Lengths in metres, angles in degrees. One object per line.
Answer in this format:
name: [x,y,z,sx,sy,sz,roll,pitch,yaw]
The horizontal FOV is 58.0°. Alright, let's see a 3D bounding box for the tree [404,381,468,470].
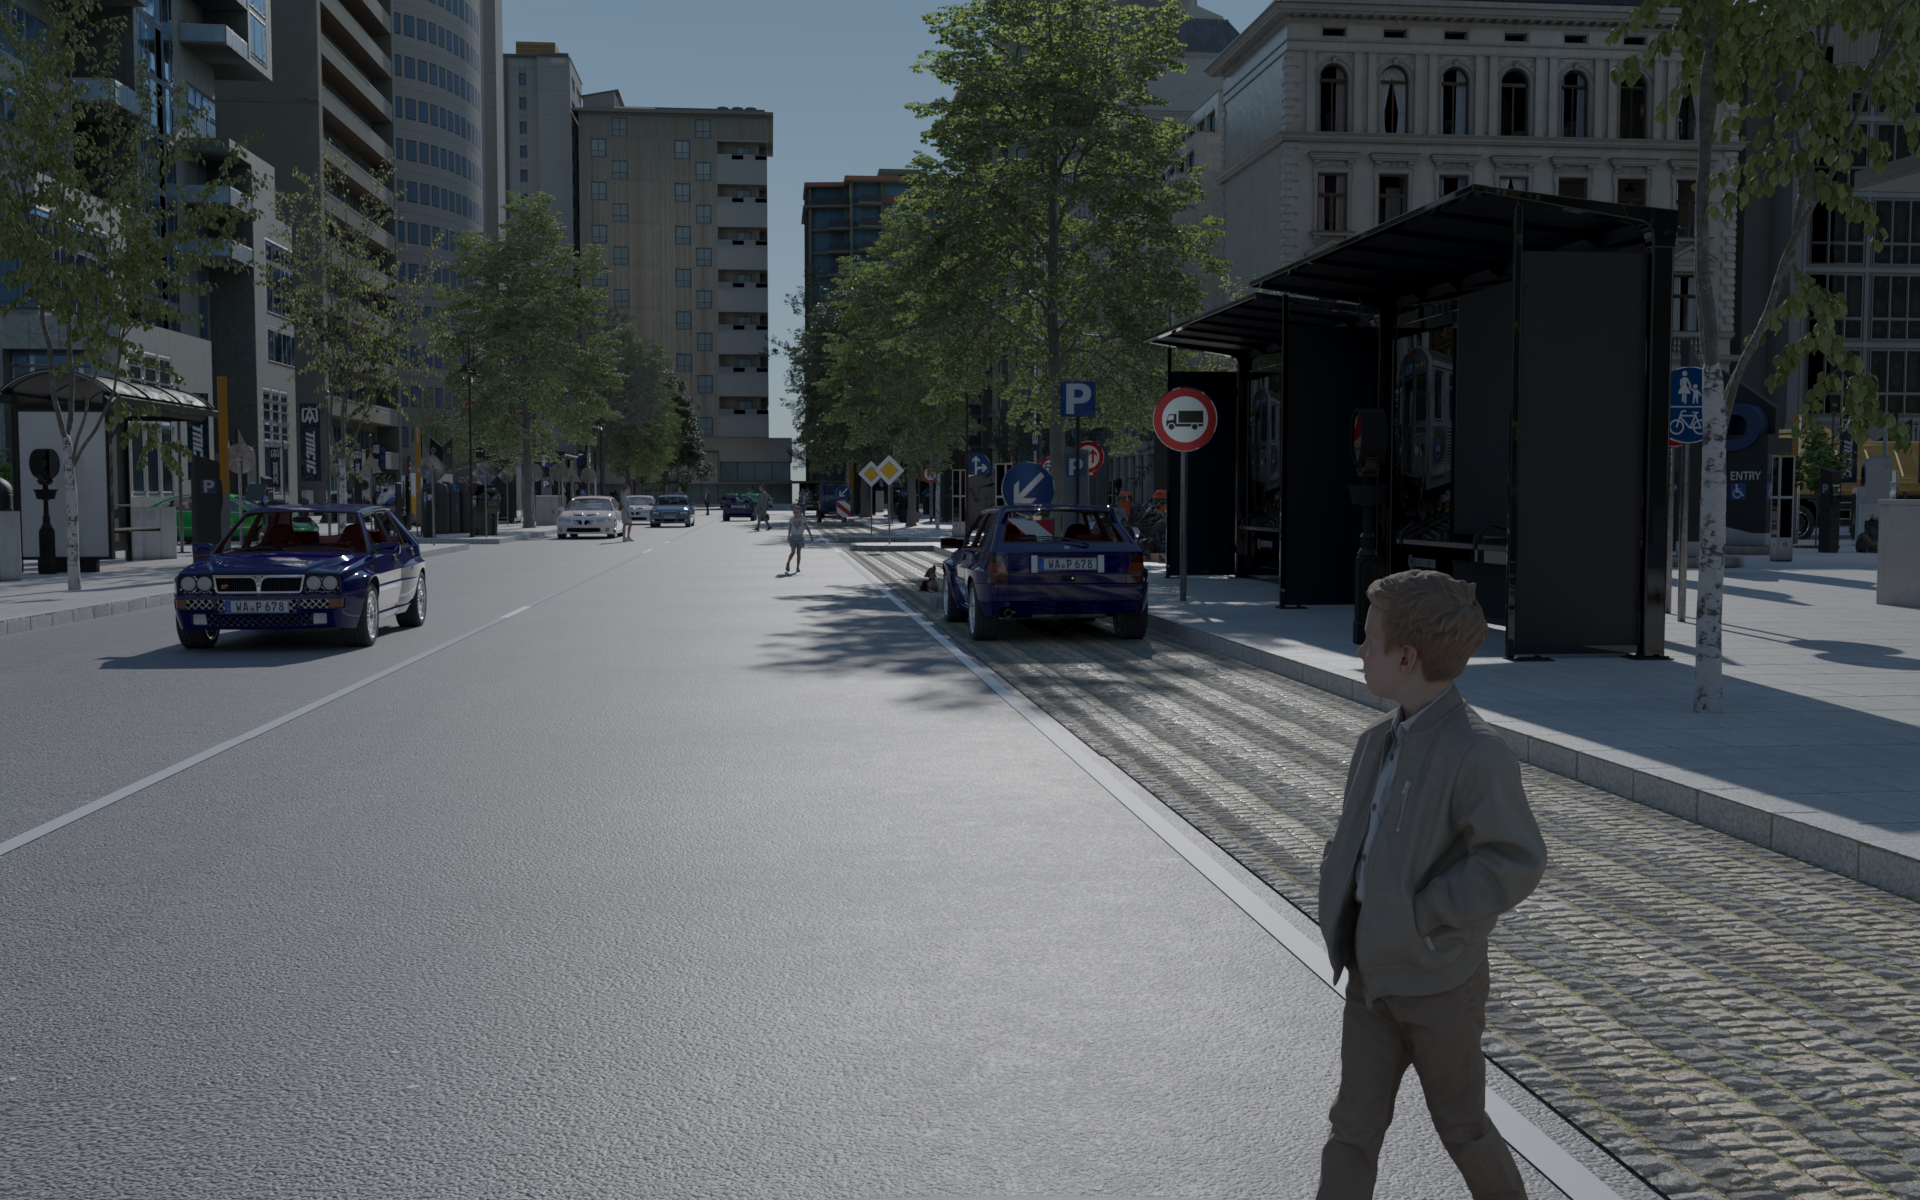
tree: [-34.365,-10.016,114.120,4.737,8.622,4.395,0,3,0]

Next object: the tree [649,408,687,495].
tree: [-25.127,-12.014,146.791,4.737,8.622,4.395,0,3,0]

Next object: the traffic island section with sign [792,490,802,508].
traffic island section with sign: [-13.659,-8.856,153.424,1.989,1.847,2.006,0,4,-6]

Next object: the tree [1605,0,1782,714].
tree: [4.581,-3.634,9.773,4.737,8.622,4.395,0,3,0]

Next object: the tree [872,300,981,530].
tree: [-0.901,-6.842,62.221,4.737,8.622,4.395,0,3,0]

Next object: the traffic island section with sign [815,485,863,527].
traffic island section with sign: [-5.302,-4.165,76.720,1.989,1.847,2.006,0,4,-6]

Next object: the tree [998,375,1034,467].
tree: [4.693,-9.350,103.233,4.360,8.622,3.978,0,3,0]

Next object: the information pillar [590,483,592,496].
information pillar: [-20.186,-5.481,94.107,0.304,2.012,0.304,1,4,12]

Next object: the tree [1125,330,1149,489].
tree: [8.633,-7.536,73.568,4.360,8.622,3.978,0,3,0]

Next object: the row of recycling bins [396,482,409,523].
row of recycling bins: [-20.328,-3.365,62.130,1.069,1.692,3.534,-2,4,-26]

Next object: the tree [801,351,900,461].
tree: [-6.572,-11.594,115.311,9.928,11.665,9.643,0,3,0]

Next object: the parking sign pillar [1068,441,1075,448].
parking sign pillar: [5.702,-6.027,87.012,1.447,3.967,1.447,-2,4,-28]

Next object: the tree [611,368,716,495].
tree: [-26.715,-14.612,155.921,9.611,12.733,9.660,0,3,0]

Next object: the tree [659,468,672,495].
tree: [-28.085,-13.221,166.528,4.360,8.622,3.978,0,3,0]

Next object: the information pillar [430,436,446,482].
information pillar: [-21.287,-4.834,70.397,0.504,3.616,0.183,0,4,4]

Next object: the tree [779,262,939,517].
tree: [-5.143,-11.547,95.445,9.857,13.997,8.962,0,3,0]

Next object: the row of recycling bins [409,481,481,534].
row of recycling bins: [-16.623,-3.043,56.860,1.069,1.692,3.534,1,4,11]

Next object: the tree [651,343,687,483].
tree: [-22.424,-12.053,115.198,7.486,12.596,7.792,0,3,0]

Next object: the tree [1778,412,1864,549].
tree: [20.282,-2.852,41.230,1.663,3.219,1.824,0,3,0]

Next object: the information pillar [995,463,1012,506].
information pillar: [1.040,-2.245,41.197,0.304,2.012,0.304,2,4,33]

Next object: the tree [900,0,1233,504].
tree: [1.731,-7.168,35.329,7.486,12.596,7.792,0,3,0]

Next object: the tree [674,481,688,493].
tree: [-31.366,-12.233,194.618,1.663,3.219,1.824,0,3,0]

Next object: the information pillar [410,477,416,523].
information pillar: [-23.646,-4.323,75.177,0.304,2.012,0.304,3,5,41]

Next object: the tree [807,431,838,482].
tree: [-13.475,-13.823,176.373,4.360,8.622,3.978,0,3,0]

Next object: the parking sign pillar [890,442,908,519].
parking sign pillar: [-2.873,-6.162,89.225,1.447,3.967,1.447,0,4,-2]

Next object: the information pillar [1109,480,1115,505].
information pillar: [7.892,-5.243,90.217,0.304,2.012,0.304,3,4,36]

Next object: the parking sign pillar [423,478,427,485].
parking sign pillar: [-38.018,-8.233,123.081,1.447,3.967,1.447,0,4,4]

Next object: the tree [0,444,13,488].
tree: [-31.683,-3.808,56.856,1.663,3.219,1.824,0,3,0]

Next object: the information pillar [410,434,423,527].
information pillar: [-21.183,-4.663,67.589,0.504,3.616,0.183,1,4,15]

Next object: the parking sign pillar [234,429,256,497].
parking sign pillar: [-29.673,-5.107,71.978,1.447,3.967,1.447,0,4,-4]

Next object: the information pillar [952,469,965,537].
information pillar: [-0.031,-2.892,51.780,0.304,2.012,0.304,2,4,33]

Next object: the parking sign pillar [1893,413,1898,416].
parking sign pillar: [31.500,-4.273,58.328,1.447,3.967,1.447,1,4,20]

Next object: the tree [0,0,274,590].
tree: [-11.628,-4.431,22.816,4.737,8.622,4.395,0,3,0]

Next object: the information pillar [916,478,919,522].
information pillar: [-2.081,-4.596,79.631,0.304,2.012,0.304,3,5,43]

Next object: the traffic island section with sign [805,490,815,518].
traffic island section with sign: [-8.289,-5.832,103.987,1.989,1.847,2.006,0,4,-6]

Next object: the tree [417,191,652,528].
tree: [-16.246,-8.972,64.821,7.486,12.596,7.792,0,3,0]

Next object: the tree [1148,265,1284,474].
tree: [8.927,-6.473,56.204,4.360,8.622,3.978,0,3,0]

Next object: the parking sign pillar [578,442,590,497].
parking sign pillar: [-18.123,-5.814,83.536,1.447,3.967,1.447,0,4,-7]

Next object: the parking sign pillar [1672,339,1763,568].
parking sign pillar: [13.101,-2.575,30.571,1.447,3.967,1.447,3,5,40]

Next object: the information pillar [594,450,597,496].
information pillar: [-19.451,-6.181,92.417,0.183,3.616,0.504,0,4,-6]

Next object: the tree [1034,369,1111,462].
tree: [6.600,-8.875,95.461,4.360,8.622,3.978,0,3,0]

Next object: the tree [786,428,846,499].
tree: [-15.900,-15.879,194.027,8.767,10.594,7.601,1,4,22]

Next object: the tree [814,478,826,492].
tree: [-16.158,-12.675,201.837,1.663,3.219,1.824,0,3,0]

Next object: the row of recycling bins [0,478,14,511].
row of recycling bins: [-22.175,-2.052,40.661,3.534,1.692,1.069,0,4,-5]

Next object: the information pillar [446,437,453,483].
information pillar: [-21.111,-4.893,71.363,0.183,3.616,0.504,3,5,40]

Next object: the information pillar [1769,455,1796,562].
information pillar: [15.604,-1.735,32.864,0.304,2.012,0.304,0,4,-2]

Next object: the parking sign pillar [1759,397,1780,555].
parking sign pillar: [16.723,-2.964,36.935,1.447,3.967,1.447,-2,4,-34]

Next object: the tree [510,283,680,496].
tree: [-21.094,-11.696,101.598,12.009,13.543,11.850,0,3,0]

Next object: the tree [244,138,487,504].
tree: [-13.032,-5.302,37.057,4.360,8.622,3.978,0,3,0]

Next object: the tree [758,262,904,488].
tree: [-9.957,-17.500,142.008,12.611,20.169,13.585,0,3,0]

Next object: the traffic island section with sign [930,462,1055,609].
traffic island section with sign: [0.651,-0.817,21.987,1.989,1.847,2.006,0,4,-6]

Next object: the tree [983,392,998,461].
tree: [3.366,-10.306,118.862,4.360,8.622,3.978,0,3,0]
